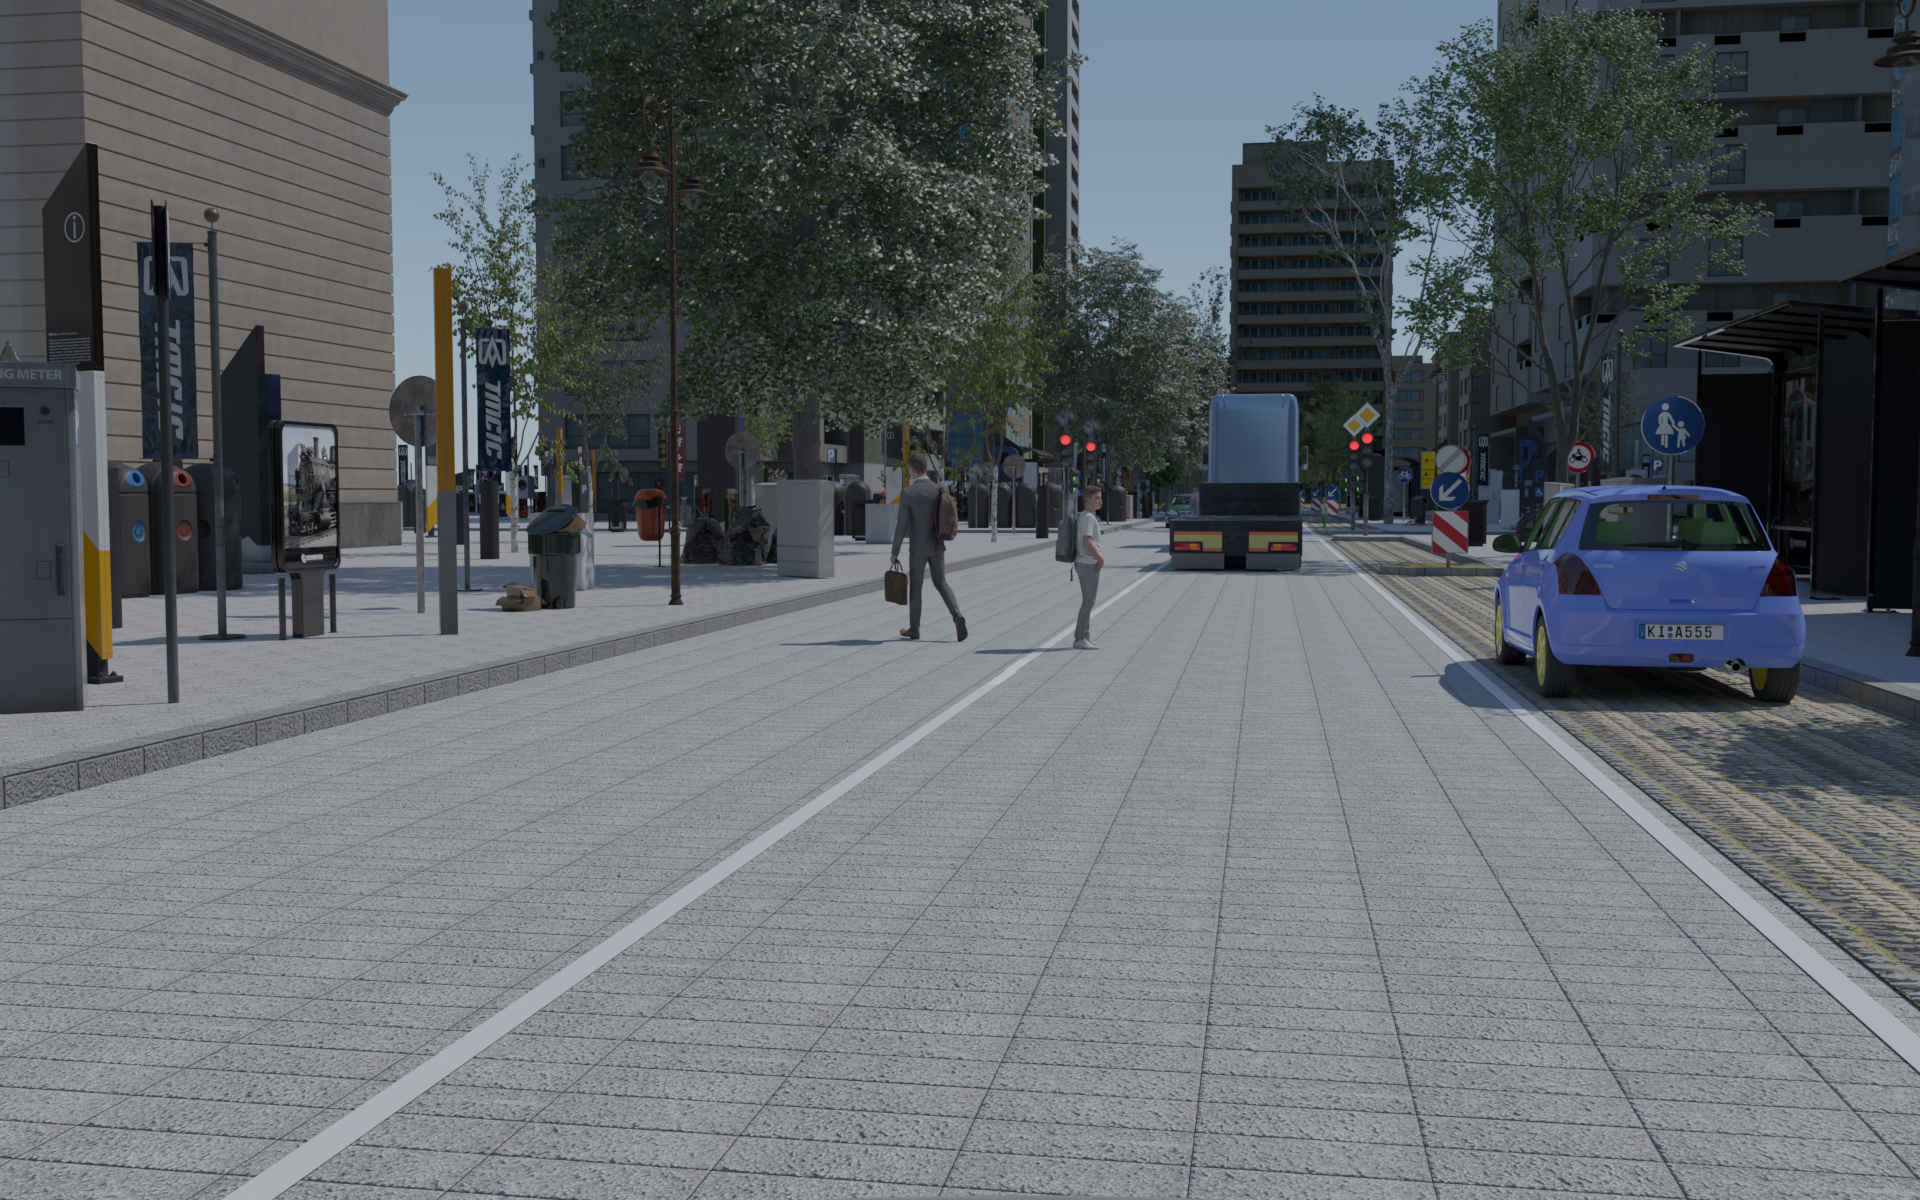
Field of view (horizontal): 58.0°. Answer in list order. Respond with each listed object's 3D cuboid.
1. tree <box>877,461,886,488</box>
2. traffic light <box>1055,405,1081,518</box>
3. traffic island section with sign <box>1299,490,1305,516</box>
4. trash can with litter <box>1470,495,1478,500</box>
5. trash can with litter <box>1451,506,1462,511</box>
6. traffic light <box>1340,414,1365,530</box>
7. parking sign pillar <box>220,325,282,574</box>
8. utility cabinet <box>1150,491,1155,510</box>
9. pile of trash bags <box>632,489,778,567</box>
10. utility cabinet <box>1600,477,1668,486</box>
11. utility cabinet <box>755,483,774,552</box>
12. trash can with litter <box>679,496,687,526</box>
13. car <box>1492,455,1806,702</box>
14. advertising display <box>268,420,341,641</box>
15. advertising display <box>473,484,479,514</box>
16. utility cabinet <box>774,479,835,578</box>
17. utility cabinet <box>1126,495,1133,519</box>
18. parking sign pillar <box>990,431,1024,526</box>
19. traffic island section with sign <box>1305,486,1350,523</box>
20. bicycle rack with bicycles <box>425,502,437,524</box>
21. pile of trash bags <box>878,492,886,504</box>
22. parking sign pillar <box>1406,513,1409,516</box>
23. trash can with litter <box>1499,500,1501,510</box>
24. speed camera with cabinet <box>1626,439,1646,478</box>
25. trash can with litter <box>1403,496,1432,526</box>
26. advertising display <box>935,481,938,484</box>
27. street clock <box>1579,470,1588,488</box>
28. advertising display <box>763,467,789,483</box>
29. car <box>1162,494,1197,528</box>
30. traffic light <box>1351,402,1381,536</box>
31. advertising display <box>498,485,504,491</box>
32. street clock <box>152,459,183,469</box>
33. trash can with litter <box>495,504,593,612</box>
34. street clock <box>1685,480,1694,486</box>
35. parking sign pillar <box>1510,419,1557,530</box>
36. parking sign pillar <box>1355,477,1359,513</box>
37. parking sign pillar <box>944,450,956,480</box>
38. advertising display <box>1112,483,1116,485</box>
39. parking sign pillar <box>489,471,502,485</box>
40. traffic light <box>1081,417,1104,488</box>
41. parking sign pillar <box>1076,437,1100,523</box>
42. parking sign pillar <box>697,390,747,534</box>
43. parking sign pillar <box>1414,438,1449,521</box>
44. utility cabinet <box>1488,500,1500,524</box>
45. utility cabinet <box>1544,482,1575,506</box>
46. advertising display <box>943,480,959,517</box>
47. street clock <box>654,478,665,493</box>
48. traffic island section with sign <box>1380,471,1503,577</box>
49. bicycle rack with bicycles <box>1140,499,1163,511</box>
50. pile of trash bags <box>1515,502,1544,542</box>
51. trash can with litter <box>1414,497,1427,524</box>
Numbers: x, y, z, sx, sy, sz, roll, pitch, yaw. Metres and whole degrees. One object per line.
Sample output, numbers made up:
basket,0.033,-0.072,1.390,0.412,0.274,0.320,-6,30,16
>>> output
tree,-3.299,-5.774,89.006,1.663,3.219,1.824,0,3,0
traffic light,3.380,-4.026,54.739,0.839,4.253,0.868,1,4,10
traffic island section with sign,22.979,-6.351,112.461,1.989,1.847,2.006,1,4,10
trash can with litter,30.306,-5.623,102.996,1.678,1.210,2.233,-3,5,-40
trash can with litter,14.846,-2.424,51.015,0.624,1.170,1.055,-1,4,-9
traffic light,13.846,-4.410,61.018,0.839,4.253,0.868,1,4,10
parking sign pillar,-11.593,-2.432,28.239,1.447,3.967,1.447,3,4,38
utility cabinet,14.890,-7.697,134.528,0.318,1.500,1.173,1,4,12
pile of trash bags,-4.425,-1.335,31.576,3.447,1.369,1.912,-3,5,-43
utility cabinet,9.166,-0.910,23.558,1.173,1.500,0.318,-2,4,-35
utility cabinet,-3.460,-1.562,34.214,1.173,1.500,0.318,1,4,20
trash can with litter,-10.951,-3.605,69.996,1.678,1.210,2.233,1,4,12
car,5.132,-0.226,13.279,1.945,1.707,3.694,1,4,10
advertising display,-5.872,-0.632,15.555,0.123,1.923,0.974,1,4,9
advertising display,-31.831,-6.668,114.241,0.123,1.923,0.974,1,4,15
utility cabinet,-2.371,-1.098,26.636,0.318,1.500,1.173,-3,4,-38
utility cabinet,8.353,-4.737,88.609,1.020,1.237,0.306,3,5,42
parking sign pillar,1.904,-4.983,69.947,1.447,3.967,1.447,1,4,12
traffic island section with sign,18.195,-4.692,85.345,1.989,1.847,2.006,1,4,10
bicycle rack with bicycles,-23.118,-3.742,74.568,2.852,0.926,2.925,0,4,3
pile of trash bags,-2.272,-3.641,69.281,1.912,1.369,3.447,-2,4,-34
parking sign pillar,26.532,-6.825,100.055,1.447,3.967,1.447,2,4,30
trash can with litter,28.707,-4.970,92.642,0.624,1.170,1.055,2,4,35
speed camera with cabinet,23.802,-4.194,62.912,2.038,3.252,0.660,1,4,22
trash can with litter,19.014,-3.635,70.496,2.233,1.210,1.678,0,4,1
advertising display,-0.808,-5.109,88.753,0.974,1.923,0.123,-2,4,-31
street clock,15.111,-2.296,42.105,0.358,2.002,0.471,1,4,15
advertising display,-4.359,-2.200,41.190,0.123,1.923,0.974,2,4,26
car,9.761,-3.818,74.229,2.131,1.459,4.920,1,4,8
traffic light,12.453,-3.929,53.154,0.839,4.253,0.868,1,4,10
advertising display,-32.838,-7.195,122.845,0.974,1.923,0.123,1,4,12
street clock,-13.667,-1.550,29.911,0.471,2.002,0.358,1,4,19
trash can with litter,-4.619,-0.479,19.216,0.624,1.170,1.055,2,4,27
street clock,37.959,-5.232,90.111,0.358,2.002,0.471,-2,4,-31
parking sign pillar,20.338,-4.469,61.537,1.447,3.967,1.447,0,4,-4
parking sign pillar,27.640,-8.061,120.266,1.447,3.967,1.447,1,4,22
parking sign pillar,-0.574,-6.874,100.855,1.447,3.967,1.447,1,4,12
advertising display,8.917,-5.861,101.048,0.974,1.923,0.123,1,4,8
parking sign pillar,-34.177,-8.466,126.893,1.447,3.967,1.447,2,4,34
traffic light,4.772,-4.507,62.602,0.839,4.253,0.868,1,4,10
parking sign pillar,5.549,-5.433,77.294,1.447,3.967,1.447,2,4,28
parking sign pillar,-5.970,-3.360,43.406,1.447,3.967,1.447,2,4,35
parking sign pillar,22.962,-5.809,83.445,1.447,3.967,1.447,3,5,40
utility cabinet,22.723,-3.855,74.188,1.020,1.237,0.306,-3,5,-43
utility cabinet,11.283,-1.463,32.597,0.318,1.500,1.173,2,4,32
advertising display,-0.419,-4.465,78.219,0.123,1.923,0.974,-3,5,-45
street clock,-13.813,-4.592,79.655,0.471,2.002,0.358,1,4,23
traffic island section with sign,8.549,-1.363,30.911,1.989,1.847,2.006,1,4,10
bicycle rack with bicycles,14.087,-6.899,126.175,2.852,0.926,2.925,2,4,29
pile of trash bags,16.591,-2.276,46.966,3.447,1.369,1.912,-3,5,-42
trash can with litter,19.294,-3.756,72.791,0.624,1.170,1.055,1,4,15
